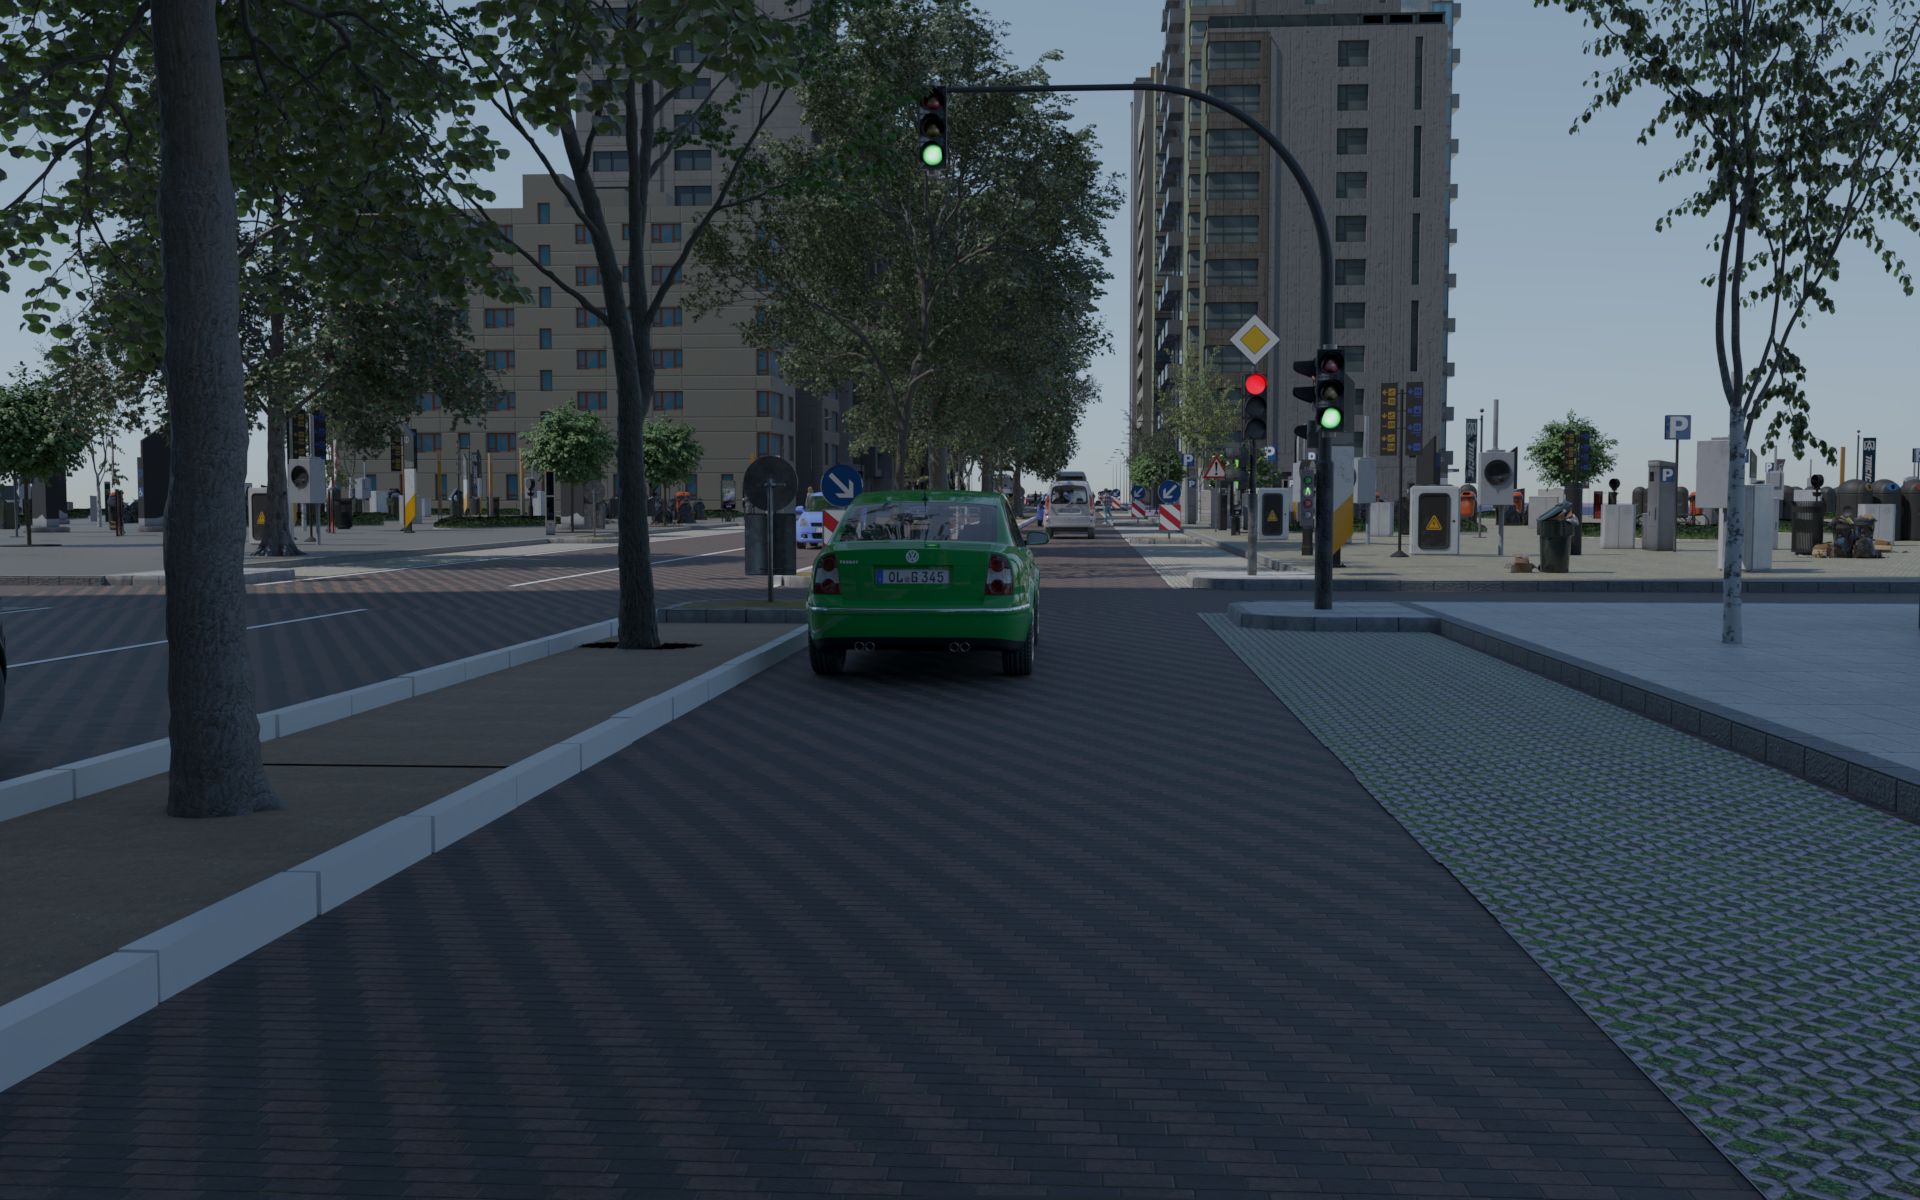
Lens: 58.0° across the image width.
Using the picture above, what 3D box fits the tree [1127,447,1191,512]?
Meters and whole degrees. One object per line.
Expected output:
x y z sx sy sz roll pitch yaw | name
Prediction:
13.474 -8.486 122.467 4.285 4.588 4.351 0 3 0 | tree

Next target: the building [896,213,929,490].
-14.613 -33.603 204.039 22.147 44.769 28.867 0 4 4 | building

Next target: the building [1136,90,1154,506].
31.196 -35.059 196.921 21.300 48.544 21.600 0 4 4 | building

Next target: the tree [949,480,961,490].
-1.316 -13.899 221.851 1.663 3.219 1.824 0 3 0 | tree

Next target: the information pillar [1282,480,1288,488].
16.563 -5.122 88.243 0.304 2.012 0.304 0 4 1 | information pillar

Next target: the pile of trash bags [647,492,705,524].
-12.499 -4.066 76.239 1.912 1.369 3.447 0 4 -2 | pile of trash bags

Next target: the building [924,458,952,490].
-15.972 -23.817 234.448 27.650 21.520 28.899 0 4 4 | building

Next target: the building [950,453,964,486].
-6.857 -29.602 255.689 14.160 30.474 14.107 0 4 4 | building

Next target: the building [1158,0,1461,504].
28.163 -32.113 144.655 23.786 49.044 30.456 0 4 4 | building

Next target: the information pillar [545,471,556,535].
-12.805 -3.035 54.118 0.304 2.012 0.304 -1 4 -14 | information pillar

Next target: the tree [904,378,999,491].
0.207 -6.284 55.556 4.737 8.622 4.395 0 3 0 | tree

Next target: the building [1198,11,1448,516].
21.939 -20.590 108.346 14.160 30.474 14.107 0 4 4 | building

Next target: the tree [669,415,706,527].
-11.695 -5.185 68.482 4.285 4.588 4.351 0 3 0 | tree

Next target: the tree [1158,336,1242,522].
11.167 -7.948 80.318 4.737 8.622 4.395 0 3 0 | tree

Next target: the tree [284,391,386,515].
-26.239 -7.594 74.532 4.360 8.622 3.978 0 3 0 | tree

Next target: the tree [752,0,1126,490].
-0.469 -8.109 41.697 9.857 13.997 8.962 0 3 0 | tree

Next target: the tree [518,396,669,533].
-12.873 -4.522 57.656 4.285 4.588 4.351 0 3 0 | tree

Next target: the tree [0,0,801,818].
-3.270 -5.286 7.004 7.486 12.596 7.792 0 3 0 | tree

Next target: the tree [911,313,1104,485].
2.035 -10.678 87.406 12.009 13.543 11.850 0 3 0 | tree

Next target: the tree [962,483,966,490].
0.442 -15.330 245.239 1.663 3.219 1.824 0 3 0 | tree

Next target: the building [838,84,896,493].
-13.563 -29.214 161.244 14.154 41.232 14.086 0 4 4 | building

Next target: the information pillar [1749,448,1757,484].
40.751 -5.975 89.049 0.504 3.616 0.183 -2 4 -27 | information pillar

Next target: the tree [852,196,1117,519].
0.991 -8.872 64.517 9.611 12.733 9.660 0 3 0 | tree

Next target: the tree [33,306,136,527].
-33.607 -7.140 67.105 4.737 8.622 4.395 0 3 0 | tree

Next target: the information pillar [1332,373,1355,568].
6.605 -2.368 30.080 0.504 3.616 0.183 -1 4 -20 | information pillar

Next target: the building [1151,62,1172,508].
25.591 -29.588 167.358 14.154 41.232 14.086 0 4 4 | building

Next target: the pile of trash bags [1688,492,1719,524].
28.574 -3.331 64.214 1.912 1.369 3.447 -2 4 -34 | pile of trash bags

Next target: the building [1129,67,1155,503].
34.615 -43.024 245.445 21.231 58.520 28.212 0 4 4 | building

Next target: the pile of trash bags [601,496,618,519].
-17.405 -4.923 90.248 1.912 1.369 3.447 2 4 27 | pile of trash bags

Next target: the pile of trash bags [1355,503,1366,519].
19.699 -4.551 84.160 1.912 1.369 3.447 0 4 -5 | pile of trash bags

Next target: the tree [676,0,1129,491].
-1.225 -5.790 31.528 8.767 10.594 7.601 0 4 4 | tree

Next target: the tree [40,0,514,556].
-14.158 -7.270 35.872 9.611 12.733 9.660 0 3 0 | tree

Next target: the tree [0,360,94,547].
-22.979 -3.604 42.638 4.285 4.588 4.351 0 3 0 | tree

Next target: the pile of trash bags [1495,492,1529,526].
23.042 -3.769 71.383 1.912 1.369 3.447 1 4 13 | pile of trash bags

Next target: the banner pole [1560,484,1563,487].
25.097 -4.981 71.454 0.401 3.779 0.863 -2 4 -32 | banner pole

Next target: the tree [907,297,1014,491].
-0.039 -5.904 49.353 4.360 8.622 3.978 0 3 0 | tree

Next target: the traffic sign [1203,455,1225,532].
8.597 -3.556 58.138 0.884 2.594 0.081 0 4 7 | traffic sign

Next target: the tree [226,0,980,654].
-3.081 -5.359 15.831 9.928 11.665 9.643 0 3 0 | tree

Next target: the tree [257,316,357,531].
-22.558 -6.695 59.829 4.737 8.622 4.395 0 3 0 | tree

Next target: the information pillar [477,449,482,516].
-25.068 -6.057 90.382 0.183 3.616 0.504 0 4 2 | information pillar

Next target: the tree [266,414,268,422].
-36.102 -8.811 94.415 4.360 8.622 3.978 0 3 0 | tree

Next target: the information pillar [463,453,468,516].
-28.230 -6.578 98.909 0.183 3.616 0.504 -3 4 -37 | information pillar

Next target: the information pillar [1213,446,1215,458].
12.464 -5.739 85.184 0.183 3.616 0.504 0 4 3 | information pillar

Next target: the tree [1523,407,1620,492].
23.165 -5.026 65.893 4.285 4.588 4.351 0 3 0 | tree

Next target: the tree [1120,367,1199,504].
11.398 -8.992 97.376 4.360 8.622 3.978 0 3 0 | tree

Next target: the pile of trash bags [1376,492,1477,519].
17.779 -3.402 65.381 3.447 1.369 1.912 2 4 34 | pile of trash bags

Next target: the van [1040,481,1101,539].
3.602 -3.031 56.569 2.013 2.044 4.112 0 4 5 | van

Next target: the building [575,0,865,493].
-18.676 -43.065 142.364 20.563 71.187 20.611 0 4 4 | building

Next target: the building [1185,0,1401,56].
22.795 -26.839 122.406 14.154 41.232 14.086 0 4 4 | building

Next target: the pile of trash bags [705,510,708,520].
-13.668 -4.705 86.676 1.912 1.369 3.447 -1 4 -12 | pile of trash bags

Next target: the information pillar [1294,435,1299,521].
12.089 -4.338 62.284 0.183 3.616 0.504 1 4 18 | information pillar

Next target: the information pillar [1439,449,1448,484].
24.804 -5.971 88.980 0.504 3.616 0.183 0 4 -1 | information pillar

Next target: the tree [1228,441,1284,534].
9.734 -3.788 56.531 1.663 3.219 1.824 0 3 0 | tree

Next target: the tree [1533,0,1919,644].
6.871 -3.927 14.569 4.360 8.622 3.978 0 3 0 | tree

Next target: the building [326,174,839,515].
-24.075 -16.766 119.167 27.650 21.520 28.899 0 4 4 | building

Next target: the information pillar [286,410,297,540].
-18.769 -3.502 48.615 0.183 3.616 0.504 0 4 -4 | information pillar

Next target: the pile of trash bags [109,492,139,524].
-36.227 -4.054 76.034 1.912 1.369 3.447 0 4 4 | pile of trash bags

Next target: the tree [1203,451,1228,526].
10.574 -4.650 70.626 1.663 3.219 1.824 0 3 0 | tree

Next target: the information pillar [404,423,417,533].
-18.069 -4.009 56.909 0.504 3.616 0.183 2 4 32 | information pillar
